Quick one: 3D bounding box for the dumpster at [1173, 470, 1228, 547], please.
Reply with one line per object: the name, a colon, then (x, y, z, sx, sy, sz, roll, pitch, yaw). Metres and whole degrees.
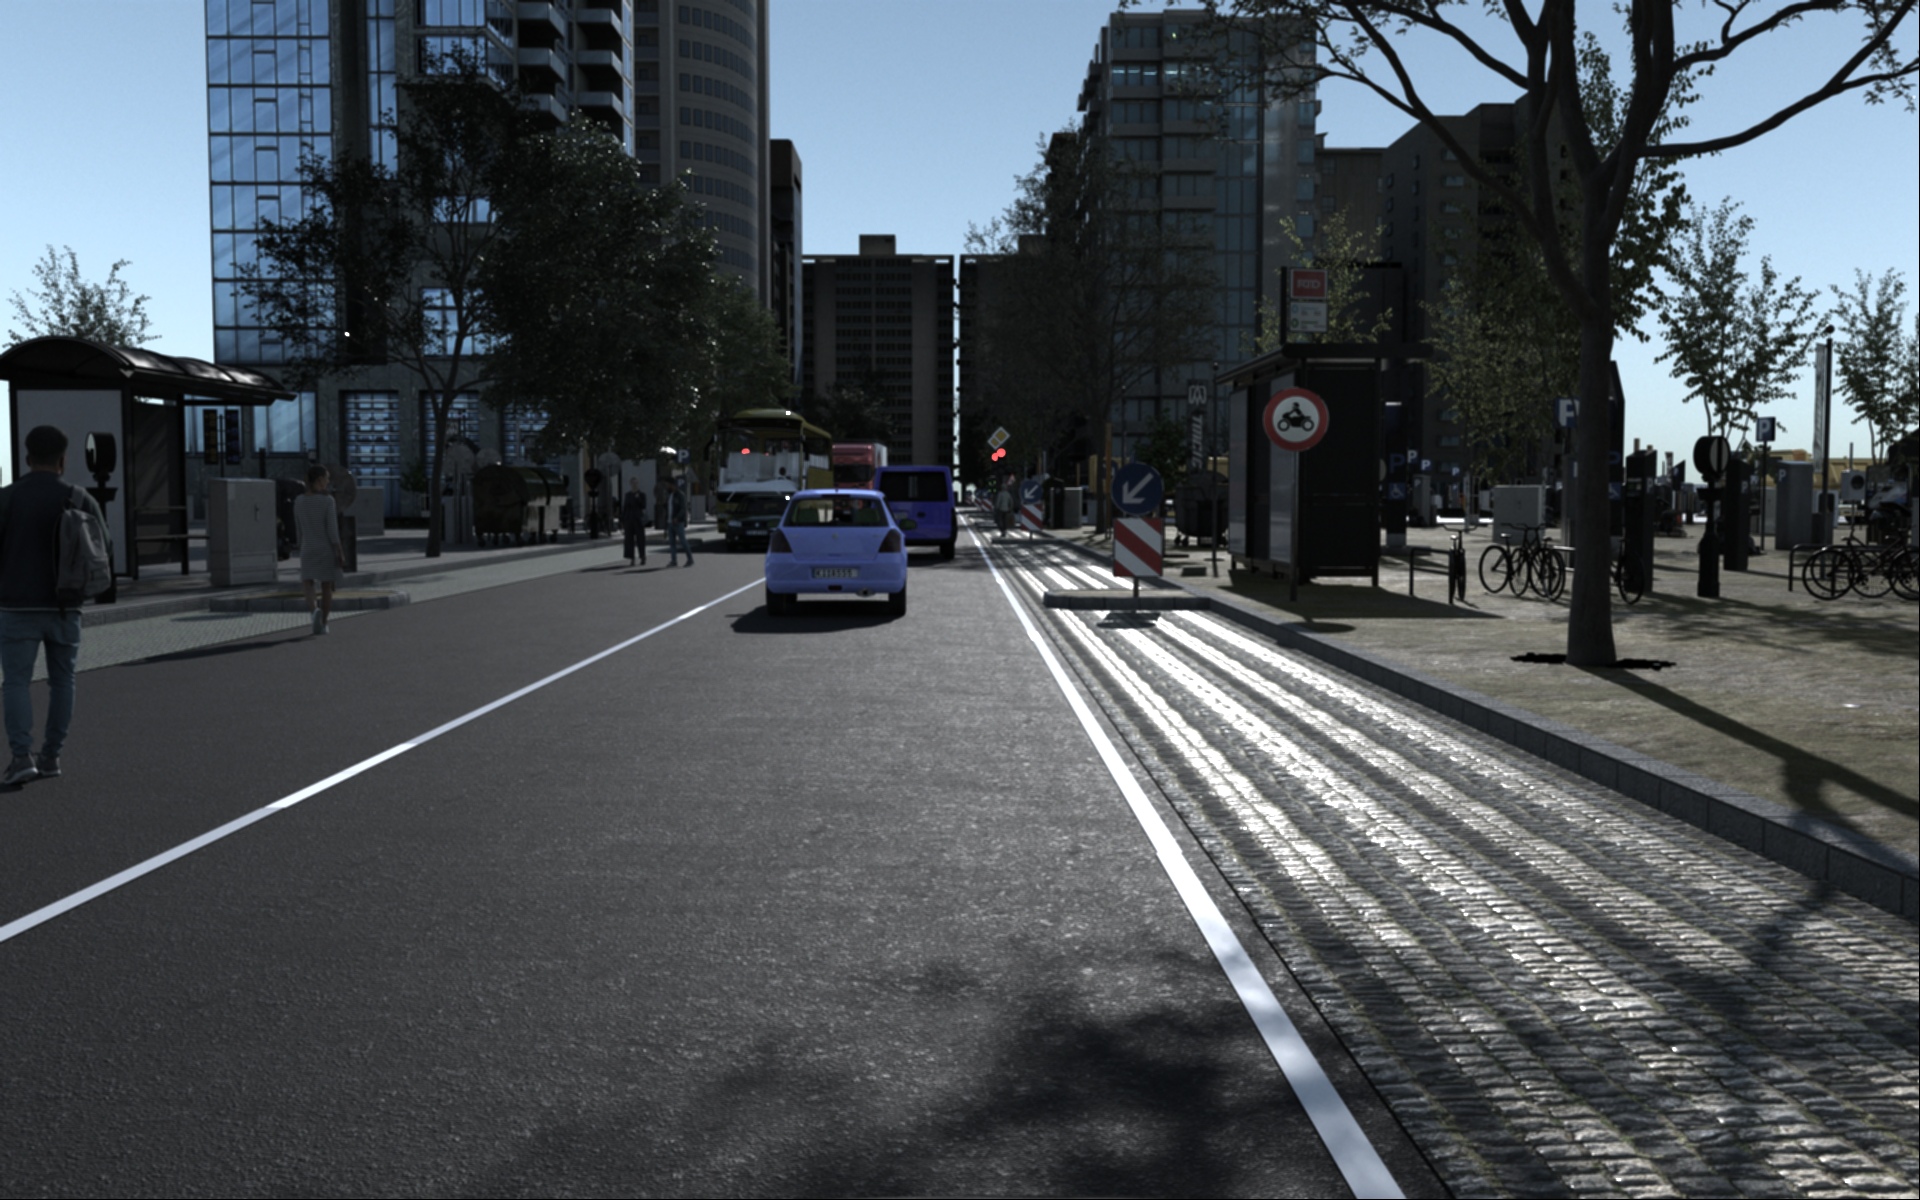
dumpster: (5.997, -2.271, 42.894, 1.264, 1.857, 1.865, 0, 4, 0)

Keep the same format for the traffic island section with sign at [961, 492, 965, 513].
traffic island section with sign: (1.262, -7.560, 132.238, 1.989, 1.847, 2.006, 0, 4, 0)

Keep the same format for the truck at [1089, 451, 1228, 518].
truck: (10.546, -4.852, 75.255, 9.791, 3.379, 3.469, 0, 4, 2)

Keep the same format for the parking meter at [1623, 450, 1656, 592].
parking meter: (8.924, -1.042, 22.755, 0.399, 1.863, 0.255, -3, 5, -43)

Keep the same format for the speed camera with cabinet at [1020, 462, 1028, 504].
speed camera with cabinet: (4.656, -6.717, 104.155, 2.038, 3.252, 0.660, 1, 4, 16)

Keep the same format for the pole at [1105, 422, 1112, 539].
pole: (4.227, -3.393, 49.311, 0.158, 3.312, 0.155, 0, 3, 0)

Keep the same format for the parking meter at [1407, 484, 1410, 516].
parking meter: (28.523, -6.416, 110.609, 0.399, 1.863, 0.255, -1, 4, -15)

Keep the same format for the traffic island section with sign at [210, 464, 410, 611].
traffic island section with sign: (-8.113, -0.814, 21.936, 1.989, 1.847, 2.006, 0, 4, 0)

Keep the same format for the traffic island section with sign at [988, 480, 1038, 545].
traffic island section with sign: (1.895, -2.500, 49.508, 1.989, 1.847, 2.006, 0, 4, 0)

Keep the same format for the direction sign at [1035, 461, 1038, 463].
direction sign: (5.273, -7.828, 119.989, 0.379, 3.537, 0.876, 1, 4, 19)

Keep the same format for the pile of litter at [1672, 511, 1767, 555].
pile of litter: (16.262, -1.405, 36.935, 1.719, 0.858, 1.176, 2, 4, 31)

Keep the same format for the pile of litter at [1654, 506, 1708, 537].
pile of litter: (21.011, -2.286, 51.342, 1.176, 0.858, 1.719, -3, 5, -40)

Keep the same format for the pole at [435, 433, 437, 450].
pole: (-17.328, -3.896, 57.547, 0.158, 3.312, 0.155, 0, 3, 0)

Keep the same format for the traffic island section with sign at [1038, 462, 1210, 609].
traffic island section with sign: (2.092, -0.836, 22.296, 1.989, 1.847, 2.006, 0, 4, 0)

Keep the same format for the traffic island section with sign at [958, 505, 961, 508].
traffic island section with sign: (0.878, -10.616, 182.205, 1.989, 1.847, 2.006, 0, 4, 0)

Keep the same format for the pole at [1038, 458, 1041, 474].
pole: (4.434, -6.292, 96.716, 0.158, 3.312, 0.155, 0, 3, 0)

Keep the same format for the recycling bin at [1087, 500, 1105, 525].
recycling bin: (5.702, -3.575, 71.010, 0.722, 1.027, 0.722, -3, 5, -45)

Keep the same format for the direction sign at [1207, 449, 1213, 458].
direction sign: (12.418, -5.787, 86.620, 0.876, 3.537, 0.379, 1, 4, 18)

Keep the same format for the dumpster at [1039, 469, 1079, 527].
dumpster: (3.822, -3.980, 67.573, 1.502, 2.255, 1.985, 0, 4, 0)

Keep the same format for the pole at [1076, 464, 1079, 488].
pole: (7.880, -7.470, 115.970, 0.158, 3.312, 0.155, 0, 3, 0)

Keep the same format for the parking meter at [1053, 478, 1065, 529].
parking meter: (3.701, -3.598, 64.544, 0.399, 1.863, 0.255, 1, 4, 19)

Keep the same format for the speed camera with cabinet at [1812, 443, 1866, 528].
speed camera with cabinet: (33.568, -4.403, 66.332, 2.038, 3.252, 0.660, 0, 4, -6)

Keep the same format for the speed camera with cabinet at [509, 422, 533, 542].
speed camera with cabinet: (-11.841, -3.219, 46.965, 0.660, 3.252, 2.038, -1, 4, -9)

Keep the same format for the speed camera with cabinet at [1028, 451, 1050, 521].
speed camera with cabinet: (4.179, -5.275, 80.575, 0.660, 3.252, 2.038, 3, 5, 40)

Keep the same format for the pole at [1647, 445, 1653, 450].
pole: (28.771, -4.800, 72.322, 0.158, 3.312, 0.155, 0, 3, 0)

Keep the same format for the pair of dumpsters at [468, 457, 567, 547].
pair of dumpsters: (-11.117, -2.514, 43.590, 1.574, 2.255, 4.437, 0, 4, 0)

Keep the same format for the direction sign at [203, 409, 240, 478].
direction sign: (-19.723, -3.322, 46.316, 0.876, 3.537, 0.379, -1, 4, -22)

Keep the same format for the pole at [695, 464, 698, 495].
pole: (-15.110, -6.452, 99.328, 0.158, 3.312, 0.155, 0, 3, 0)

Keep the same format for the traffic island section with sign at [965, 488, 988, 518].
traffic island section with sign: (1.466, -5.871, 104.625, 1.989, 1.847, 2.006, 0, 4, 0)

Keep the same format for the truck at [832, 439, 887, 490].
truck: (-5.358, -6.185, 90.037, 2.839, 4.237, 11.283, 0, 4, 1)

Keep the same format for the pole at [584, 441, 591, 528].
pole: (-14.040, -4.368, 65.252, 0.158, 3.312, 0.155, 0, 3, 0)

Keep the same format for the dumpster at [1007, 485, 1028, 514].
dumpster: (3.675, -6.474, 111.614, 1.264, 1.857, 1.865, 0, 4, 0)

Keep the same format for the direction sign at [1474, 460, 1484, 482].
direction sign: (34.926, -7.621, 116.598, 0.876, 3.537, 0.379, -2, 4, -33)

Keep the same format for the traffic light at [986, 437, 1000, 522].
traffic light: (1.613, -5.546, 79.606, 0.839, 4.253, 0.868, 0, 4, 0)

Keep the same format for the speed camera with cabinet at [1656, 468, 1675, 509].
speed camera with cabinet: (35.088, -5.614, 86.118, 0.660, 3.252, 2.038, 2, 4, 32)

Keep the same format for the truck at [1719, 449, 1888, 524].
truck: (37.716, -4.905, 76.119, 9.791, 3.379, 3.469, 0, 3, 0)

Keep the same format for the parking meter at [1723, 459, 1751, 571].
parking meter: (13.094, -1.435, 29.178, 0.399, 1.863, 0.255, -3, 4, -36)

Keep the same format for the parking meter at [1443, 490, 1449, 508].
parking meter: (32.842, -6.643, 117.016, 0.372, 1.533, 0.369, 0, 3, 0)

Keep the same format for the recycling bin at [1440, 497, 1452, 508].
recycling bin: (42.252, -8.438, 150.523, 0.722, 1.027, 0.722, -3, 4, -36)

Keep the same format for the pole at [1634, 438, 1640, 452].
pole: (24.809, -4.264, 63.563, 0.158, 3.312, 0.155, 0, 3, 0)

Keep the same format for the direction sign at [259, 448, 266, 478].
direction sign: (-34.142, -5.679, 84.841, 0.379, 3.537, 0.876, 0, 4, -6)

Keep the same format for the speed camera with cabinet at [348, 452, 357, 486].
speed camera with cabinet: (-29.186, -5.284, 80.735, 2.038, 3.252, 0.660, -1, 4, -16)

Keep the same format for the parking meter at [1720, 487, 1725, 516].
parking meter: (28.281, -3.400, 63.998, 0.372, 1.533, 0.369, 0, 3, 0)

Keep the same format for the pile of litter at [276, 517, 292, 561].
pile of litter: (-13.521, -1.189, 33.401, 1.176, 0.858, 1.719, 0, 4, 7)

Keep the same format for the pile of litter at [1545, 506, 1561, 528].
pile of litter: (22.526, -3.158, 65.595, 1.176, 0.858, 1.719, 3, 4, 36)

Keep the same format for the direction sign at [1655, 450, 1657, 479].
direction sign: (35.393, -5.930, 88.947, 0.876, 3.537, 0.379, -1, 4, -19)

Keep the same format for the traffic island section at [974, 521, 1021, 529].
traffic island section: (1.654, -3.513, 79.720, 2.009, 0.180, 2.903, 0, 4, 0)

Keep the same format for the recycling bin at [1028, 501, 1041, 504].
recycling bin: (3.757, -4.492, 86.001, 0.722, 1.027, 0.722, 0, 4, -4)

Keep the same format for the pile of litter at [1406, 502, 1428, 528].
pile of litter: (17.302, -3.230, 66.780, 1.719, 0.858, 1.176, 0, 4, -6)

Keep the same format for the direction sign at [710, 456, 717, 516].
direction sign: (-14.309, -6.759, 102.503, 0.876, 3.537, 0.379, -1, 4, -12)

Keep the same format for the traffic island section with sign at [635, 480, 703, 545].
traffic island section with sign: (-8.335, -2.463, 48.891, 1.989, 1.847, 2.006, 0, 4, 0)
